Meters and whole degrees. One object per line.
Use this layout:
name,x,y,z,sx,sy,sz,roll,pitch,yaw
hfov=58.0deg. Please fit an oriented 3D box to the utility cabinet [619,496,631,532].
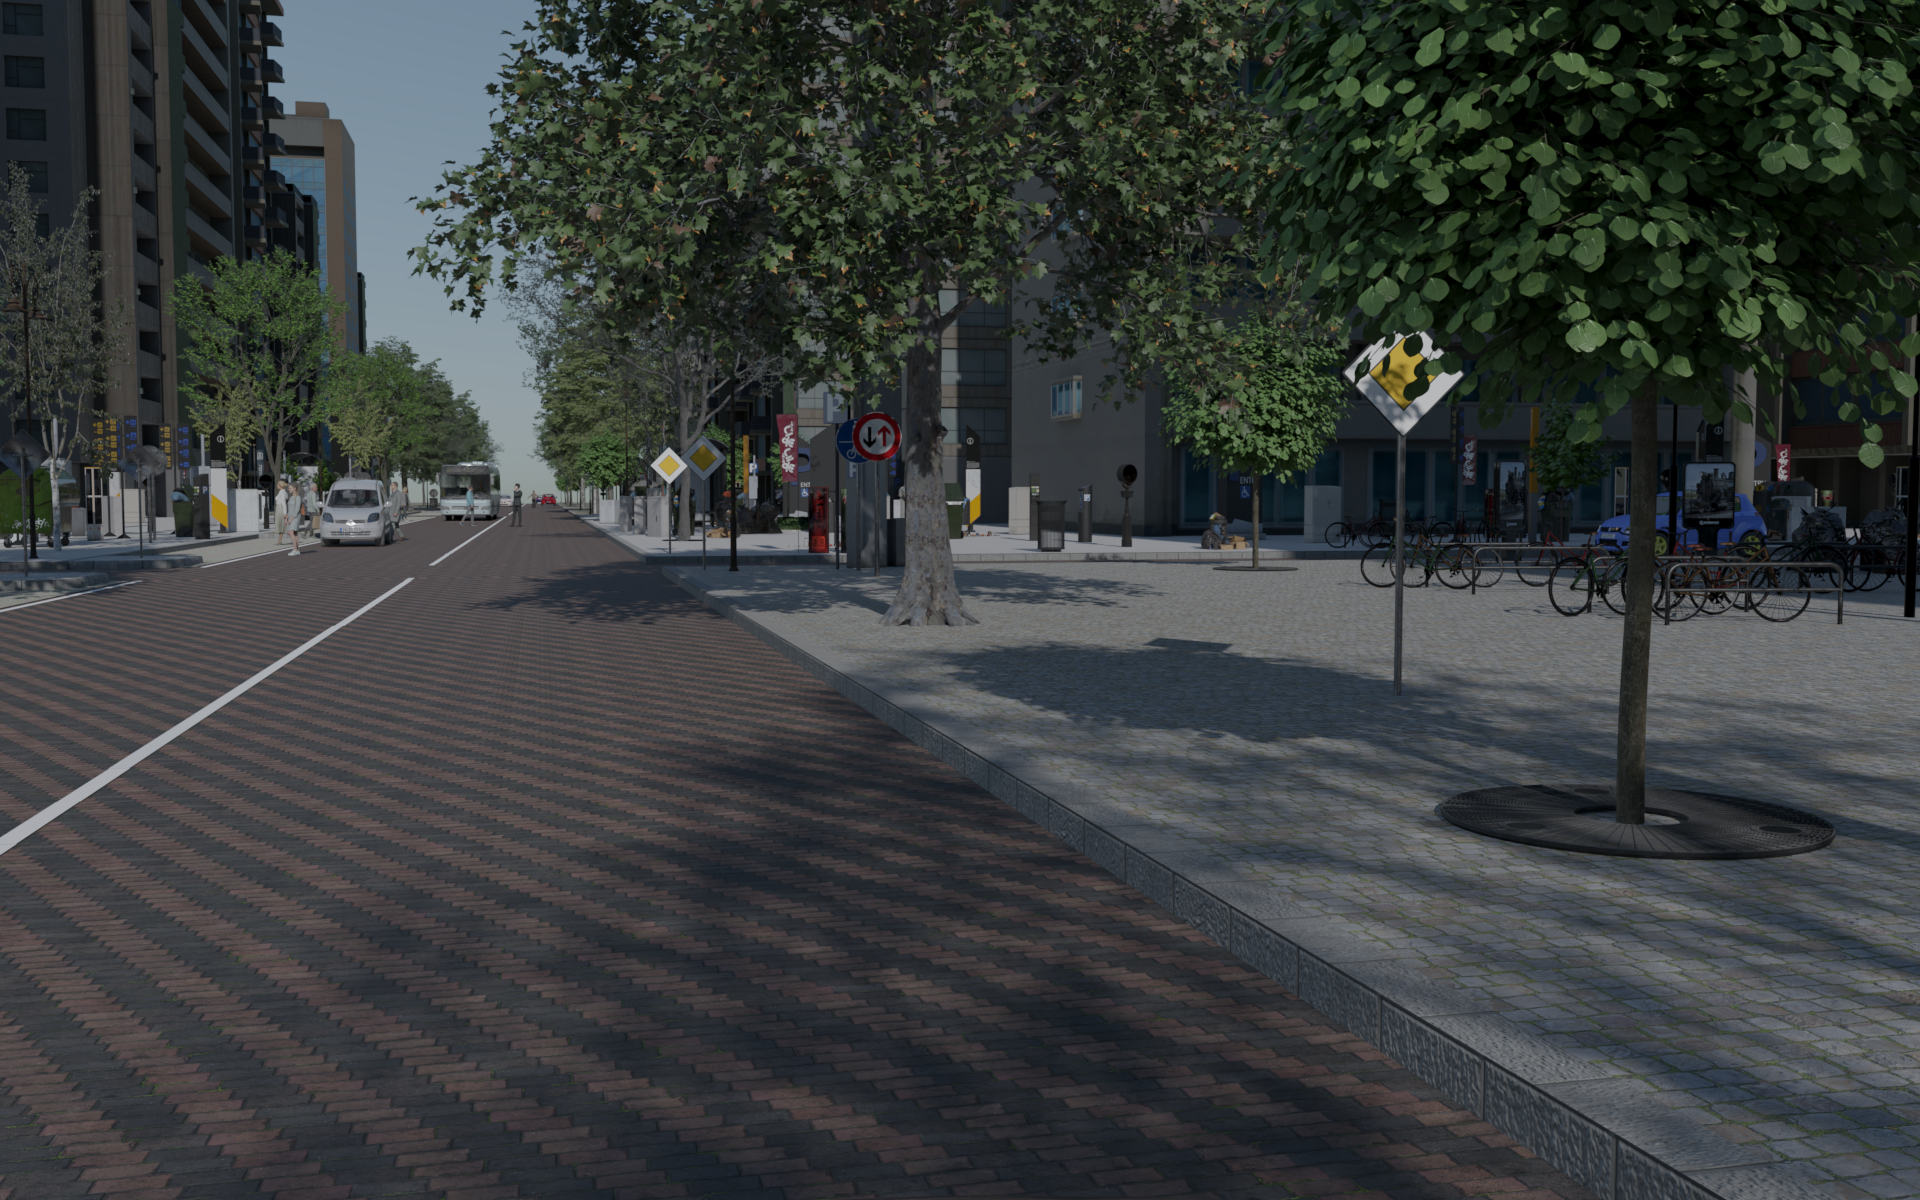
utility cabinet,-11.516,-2.971,59.739,0.306,1.237,1.020,0,4,-4

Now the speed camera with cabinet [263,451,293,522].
speed camera with cabinet,-31.310,-5.141,78.395,2.038,3.252,0.660,-1,4,-11

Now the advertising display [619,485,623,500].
advertising display,-20.220,-6.037,103.915,0.123,1.923,0.974,0,4,8

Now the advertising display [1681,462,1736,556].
advertising display,14.935,-1.796,34.572,0.974,1.923,0.123,1,4,13

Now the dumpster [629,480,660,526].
dumpster,-12.922,-3.999,71.144,1.264,1.857,1.865,-1,4,-13

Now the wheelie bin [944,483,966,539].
wheelie bin,-0.326,-2.536,49.373,0.980,1.594,0.693,-2,4,-27

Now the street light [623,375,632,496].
street light,-12.339,-5.586,64.111,0.468,5.910,1.993,-1,4,-14

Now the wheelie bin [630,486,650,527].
wheelie bin,-12.573,-3.699,68.390,0.980,1.594,0.693,-2,4,-30

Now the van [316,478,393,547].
van,-16.873,-2.532,48.409,2.013,2.044,4.112,-1,4,-15

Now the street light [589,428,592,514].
street light,-23.462,-8.377,109.752,0.468,5.910,1.993,-1,4,-14

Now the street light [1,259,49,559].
street light,-18.428,-3.761,34.274,0.468,5.910,1.993,-1,4,-14

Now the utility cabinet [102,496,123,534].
utility cabinet,-27.186,-2.717,55.581,0.306,1.237,1.020,-3,5,-43

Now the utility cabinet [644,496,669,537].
utility cabinet,-8.991,-2.474,51.603,0.306,1.237,1.020,-2,4,-33

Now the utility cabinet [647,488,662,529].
utility cabinet,-10.919,-3.249,61.800,0.318,1.500,1.173,-1,4,-22

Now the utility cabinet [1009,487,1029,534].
utility cabinet,2.000,-2.840,55.109,0.318,1.500,1.173,3,4,36

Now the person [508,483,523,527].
person,-19.426,-4.154,75.778,0.648,1.900,0.474,3,4,38

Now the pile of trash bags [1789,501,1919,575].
pile of trash bags,15.326,-1.129,28.207,3.447,1.369,1.912,2,4,33

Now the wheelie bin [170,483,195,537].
wheelie bin,-23.156,-2.684,51.784,0.693,1.594,0.980,0,4,0

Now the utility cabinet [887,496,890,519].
utility cabinet,-2.845,-2.893,58.470,1.020,1.237,0.306,-3,5,-40

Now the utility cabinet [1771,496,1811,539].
utility cabinet,23.669,-2.336,49.357,0.306,1.237,1.020,-3,4,-36

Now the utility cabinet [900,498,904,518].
utility cabinet,-1.741,-3.576,67.143,1.173,1.500,0.318,-2,4,-30

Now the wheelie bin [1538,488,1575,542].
wheelie bin,16.068,-2.364,46.563,0.980,1.594,0.693,-1,4,-10

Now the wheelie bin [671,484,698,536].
wheelie bin,-8.470,-2.776,53.297,0.693,1.594,0.980,1,4,11

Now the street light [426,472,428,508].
street light,-47.651,-11.134,154.822,0.468,5.910,1.993,-1,4,-14

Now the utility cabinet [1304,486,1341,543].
utility cabinet,9.548,-2.255,45.541,1.173,1.500,0.318,-3,5,-40

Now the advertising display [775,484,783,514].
advertising display,-11.661,-6.532,112.003,0.123,1.923,0.974,-3,4,-37

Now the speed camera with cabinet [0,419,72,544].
speed camera with cabinet,-23.966,-3.064,44.432,2.038,3.252,0.660,-1,4,-9

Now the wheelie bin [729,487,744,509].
wheelie bin,-9.721,-4.137,75.541,0.980,1.594,0.693,0,4,-4

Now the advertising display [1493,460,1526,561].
advertising display,10.386,-1.683,32.739,0.974,1.923,0.123,-3,5,-42

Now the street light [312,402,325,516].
street light,-29.518,-6.553,79.922,0.468,5.910,1.993,-1,4,-14

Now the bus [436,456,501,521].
bus,-27.217,-6.218,96.523,2.948,3.499,13.247,-1,4,-12

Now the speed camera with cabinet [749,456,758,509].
speed camera with cabinet,-10.908,-5.818,89.464,0.660,3.252,2.038,-1,4,-15

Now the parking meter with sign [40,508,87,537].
parking meter with sign,-27.309,-3.416,52.118,1.738,3.016,0.543,-1,4,-18

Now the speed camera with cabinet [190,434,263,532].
speed camera with cabinet,-24.602,-3.890,57.932,2.038,3.252,0.660,-2,4,-35

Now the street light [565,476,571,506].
street light,-41.463,-12.929,184.171,0.468,5.910,1.993,-1,4,-14

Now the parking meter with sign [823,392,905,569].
parking meter with sign,-1.599,-2.072,30.137,0.543,3.016,1.738,3,4,36

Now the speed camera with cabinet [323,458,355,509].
speed camera with cabinet,-34.562,-6.244,96.427,2.038,3.252,0.660,2,4,28

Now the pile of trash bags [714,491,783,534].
pile of trash bags,-7.147,-2.872,56.709,1.912,1.369,3.447,-2,4,-25

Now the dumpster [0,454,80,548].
dumpster,-22.346,-2.410,41.902,1.502,2.255,1.985,-1,4,-13

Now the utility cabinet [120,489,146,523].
utility cabinet,-36.684,-4.160,76.698,1.173,1.500,0.318,1,4,14

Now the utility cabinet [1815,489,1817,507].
utility cabinet,31.102,-3.339,63.271,0.318,1.500,1.173,2,4,30

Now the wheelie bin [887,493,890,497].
wheelie bin,-3.032,-3.397,63.455,0.980,1.594,0.693,-1,4,-19

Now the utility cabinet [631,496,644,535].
utility cabinet,-10.230,-2.701,55.324,0.306,1.237,1.020,0,4,-6

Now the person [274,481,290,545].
person,-18.789,-2.413,48.186,0.641,1.798,0.478,0,3,0

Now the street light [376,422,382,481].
street light,-36.390,-8.311,108.679,0.468,5.910,1.993,-1,4,-14

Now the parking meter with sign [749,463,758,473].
parking meter with sign,-11.728,-6.139,96.626,0.543,3.016,1.738,0,4,7

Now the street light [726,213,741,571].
street light,-3.767,-3.417,28.653,0.468,5.910,1.993,-1,4,-14
